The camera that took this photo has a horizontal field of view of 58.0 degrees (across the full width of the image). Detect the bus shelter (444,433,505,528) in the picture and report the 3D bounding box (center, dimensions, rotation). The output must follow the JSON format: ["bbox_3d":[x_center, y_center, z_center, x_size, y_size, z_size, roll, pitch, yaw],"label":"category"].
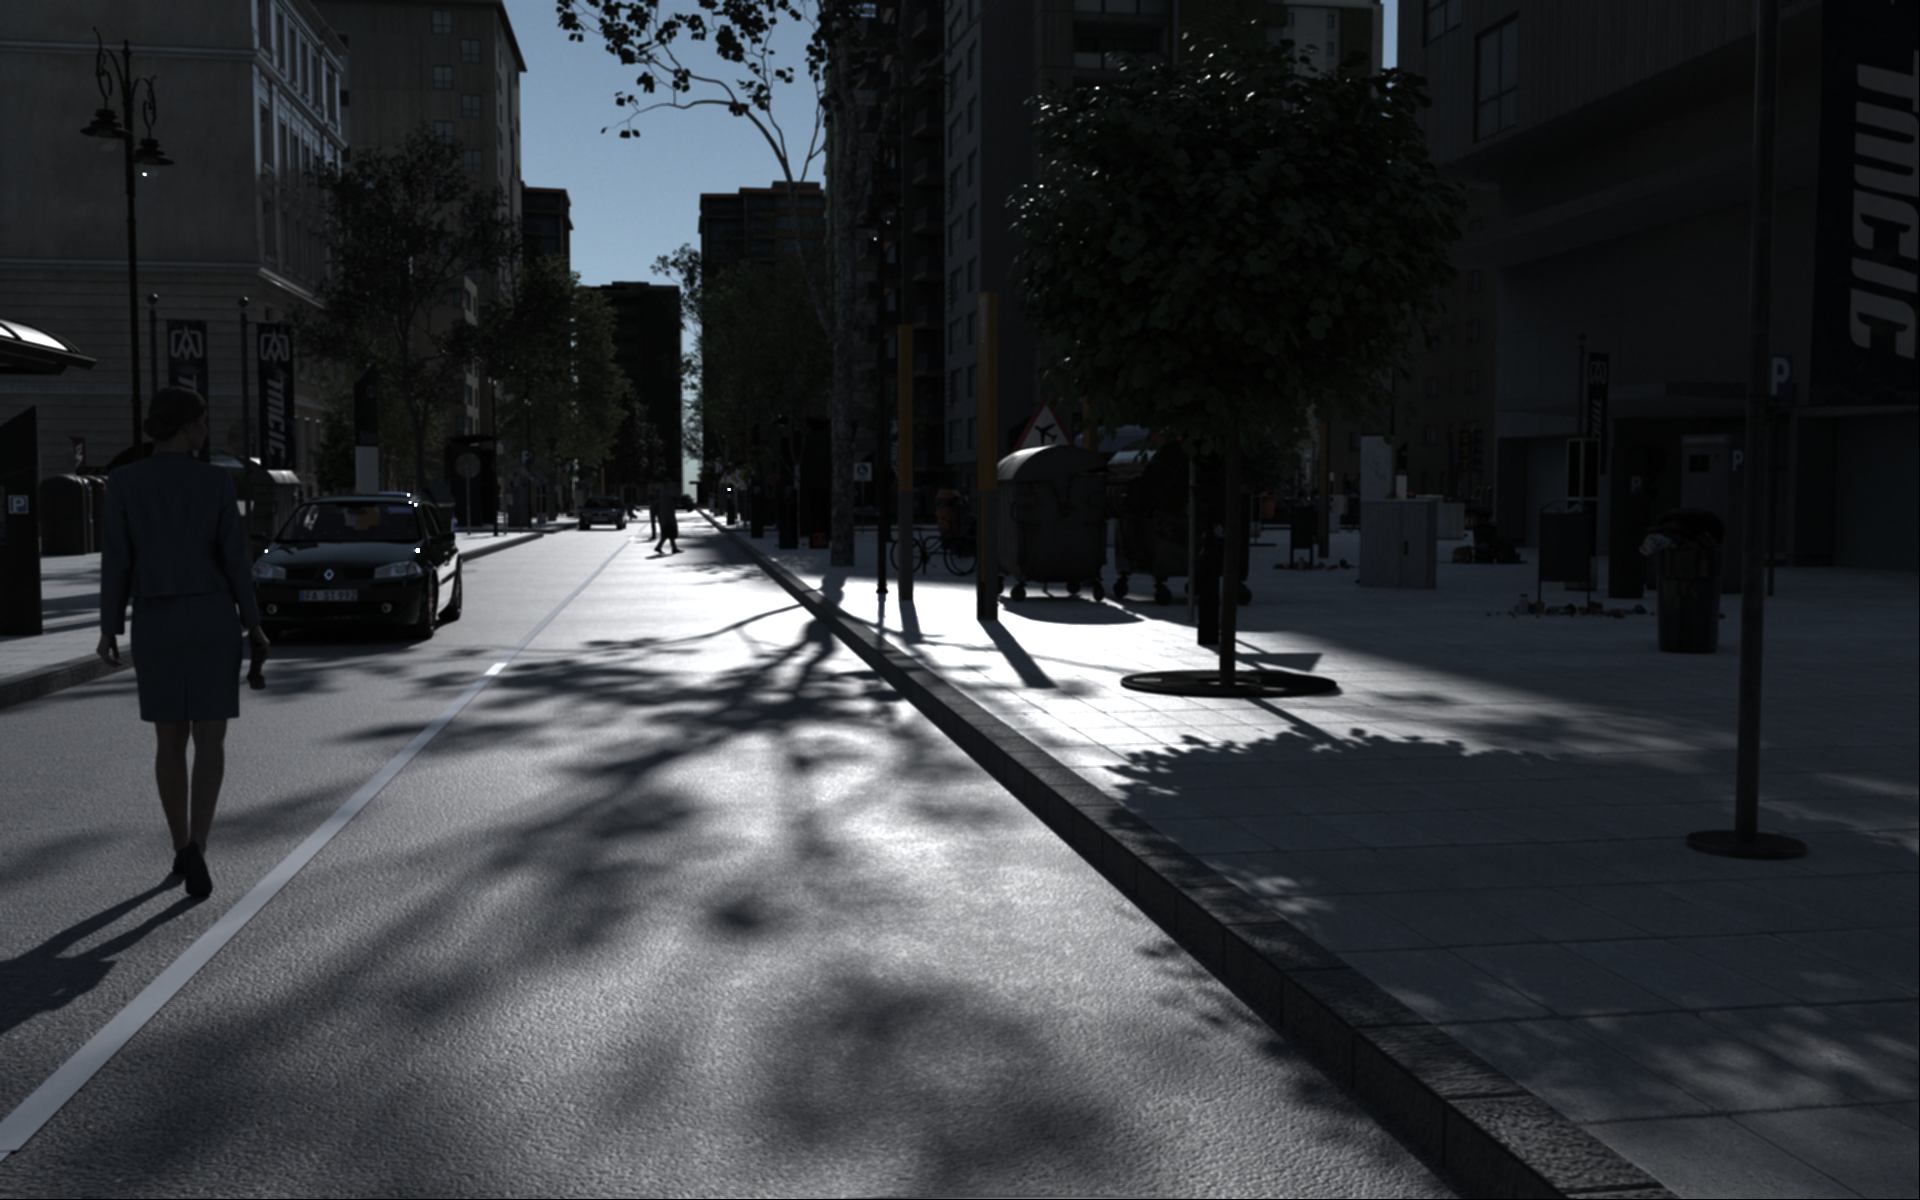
[{"bbox_3d":[-19.366,-4.775,69.351,1.731,3.624,6.357,-1,4,-9],"label":"bus shelter"}]

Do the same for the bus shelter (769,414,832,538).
[{"bbox_3d":[-4.885,-3.815,53.656,1.731,3.624,6.357,-1,4,-9],"label":"bus shelter"}]

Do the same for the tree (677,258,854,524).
[{"bbox_3d":[-8.464,-9.169,75.668,9.928,11.665,9.643,0,3,0],"label":"tree"}]

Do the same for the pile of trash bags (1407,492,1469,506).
[{"bbox_3d":[22.753,-4.448,82.471,3.447,1.369,1.912,2,4,30],"label":"pile of trash bags"}]

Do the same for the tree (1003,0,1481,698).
[{"bbox_3d":[1.755,-1.694,11.410,4.285,4.588,4.351,0,3,0],"label":"tree"}]

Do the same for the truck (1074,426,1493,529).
[{"bbox_3d":[12.816,-4.635,65.549,18.799,4.110,2.967,-1,4,-11],"label":"truck"}]

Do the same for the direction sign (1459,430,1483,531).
[{"bbox_3d":[17.953,-4.216,60.935,0.876,3.537,0.379,-1,4,-12],"label":"direction sign"}]

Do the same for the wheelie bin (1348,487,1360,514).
[{"bbox_3d":[17.183,-4.107,75.052,0.693,1.594,0.980,1,4,16],"label":"wheelie bin"}]

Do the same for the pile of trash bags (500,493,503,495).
[{"bbox_3d":[-33.060,-7.204,127.538,1.912,1.369,3.447,-3,5,-40],"label":"pile of trash bags"}]

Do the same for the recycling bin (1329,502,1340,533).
[{"bbox_3d":[12.227,-2.747,57.471,0.722,1.027,0.722,1,4,16],"label":"recycling bin"}]

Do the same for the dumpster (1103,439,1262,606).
[{"bbox_3d":[2.607,-1.110,20.637,1.502,2.255,1.985,-1,4,-9],"label":"dumpster"}]

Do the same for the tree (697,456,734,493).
[{"bbox_3d":[-20.751,-10.114,149.076,4.285,4.588,4.351,0,3,0],"label":"tree"}]

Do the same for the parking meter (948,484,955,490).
[{"bbox_3d":[-0.536,-5.903,102.218,0.255,1.863,0.399,-3,5,-44],"label":"parking meter"}]

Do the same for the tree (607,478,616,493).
[{"bbox_3d":[-36.065,-11.369,180.485,1.663,3.219,1.824,0,3,0],"label":"tree"}]

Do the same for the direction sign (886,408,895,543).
[{"bbox_3d":[-1.876,-3.297,45.911,0.379,3.537,0.876,0,4,1],"label":"direction sign"}]

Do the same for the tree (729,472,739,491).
[{"bbox_3d":[-17.740,-8.428,132.394,1.663,3.219,1.824,0,3,0],"label":"tree"}]

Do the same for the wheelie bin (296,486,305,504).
[{"bbox_3d":[-25.046,-3.500,65.136,0.980,1.594,0.693,3,5,43],"label":"wheelie bin"}]

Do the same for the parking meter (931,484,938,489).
[{"bbox_3d":[-1.438,-5.608,97.401,0.255,1.863,0.399,-2,4,-32],"label":"parking meter"}]

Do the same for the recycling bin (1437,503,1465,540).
[{"bbox_3d":[13.674,-2.209,48.670,0.722,1.027,0.722,-3,4,-37],"label":"recycling bin"}]

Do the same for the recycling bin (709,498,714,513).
[{"bbox_3d":[-16.908,-6.572,120.009,0.722,1.027,0.722,-3,5,-43],"label":"recycling bin"}]

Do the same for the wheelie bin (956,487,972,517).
[{"bbox_3d":[0.083,-4.166,76.026,0.980,1.594,0.693,3,5,40],"label":"wheelie bin"}]

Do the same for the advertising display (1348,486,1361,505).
[{"bbox_3d":[22.554,-5.715,98.660,0.974,1.923,0.123,3,5,42],"label":"advertising display"}]

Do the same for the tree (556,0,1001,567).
[{"bbox_3d":[-1.461,-10.745,31.570,12.611,20.169,13.585,0,3,0],"label":"tree"}]

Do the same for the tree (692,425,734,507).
[{"bbox_3d":[-25.388,-13.797,175.948,4.360,8.622,3.978,0,3,0],"label":"tree"}]

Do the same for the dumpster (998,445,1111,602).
[{"bbox_3d":[1.085,-0.949,21.279,1.264,1.857,1.865,-1,4,-9],"label":"dumpster"}]

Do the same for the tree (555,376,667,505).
[{"bbox_3d":[-32.553,-14.918,160.922,9.611,12.733,9.660,0,3,0],"label":"tree"}]

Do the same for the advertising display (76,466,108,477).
[{"bbox_3d":[-20.189,-2.159,40.508,0.974,1.923,0.123,1,4,12],"label":"advertising display"}]

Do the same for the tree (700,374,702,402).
[{"bbox_3d":[-11.123,-8.360,87.054,4.737,8.622,4.395,0,3,0],"label":"tree"}]

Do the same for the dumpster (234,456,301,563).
[{"bbox_3d":[-11.201,-1.314,27.242,1.264,1.857,1.865,-1,4,-9],"label":"dumpster"}]

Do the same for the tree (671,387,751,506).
[{"bbox_3d":[-27.529,-17.250,192.402,12.009,13.543,11.850,0,3,0],"label":"tree"}]

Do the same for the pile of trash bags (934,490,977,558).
[{"bbox_3d":[0.602,-1.619,36.227,1.912,1.369,3.447,2,4,35],"label":"pile of trash bags"}]

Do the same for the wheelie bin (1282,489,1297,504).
[{"bbox_3d":[20.499,-6.099,107.626,0.980,1.594,0.693,2,4,27],"label":"wheelie bin"}]

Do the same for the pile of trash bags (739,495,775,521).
[{"bbox_3d":[-9.767,-4.542,84.014,1.912,1.369,3.447,-1,4,-8],"label":"pile of trash bags"}]

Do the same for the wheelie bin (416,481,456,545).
[{"bbox_3d":[-12.277,-1.990,40.451,0.693,1.594,0.980,2,4,28],"label":"wheelie bin"}]

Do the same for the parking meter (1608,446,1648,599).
[{"bbox_3d":[8.223,-0.954,21.313,0.399,1.863,0.255,-2,4,-23],"label":"parking meter"}]

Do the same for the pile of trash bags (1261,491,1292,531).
[{"bbox_3d":[9.315,-2.998,58.768,3.447,1.369,1.912,-2,4,-30],"label":"pile of trash bags"}]

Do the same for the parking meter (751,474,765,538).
[{"bbox_3d":[-5.878,-2.730,50.352,0.399,1.863,0.255,0,4,-4],"label":"parking meter"}]

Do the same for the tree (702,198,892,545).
[{"bbox_3d":[-4.202,-5.707,43.667,4.737,8.622,4.395,0,3,0],"label":"tree"}]

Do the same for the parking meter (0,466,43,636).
[{"bbox_3d":[-8.589,-0.450,15.772,0.372,1.533,0.369,0,3,0],"label":"parking meter"}]

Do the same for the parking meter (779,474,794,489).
[{"bbox_3d":[-4.879,-2.671,49.374,0.399,1.863,0.255,-1,4,-13],"label":"parking meter"}]

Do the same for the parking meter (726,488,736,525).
[{"bbox_3d":[-9.587,-3.921,72.515,0.372,1.533,0.369,0,3,0],"label":"parking meter"}]

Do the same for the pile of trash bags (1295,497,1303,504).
[{"bbox_3d":[13.982,-4.160,77.765,1.912,1.369,3.447,-3,4,-38],"label":"pile of trash bags"}]

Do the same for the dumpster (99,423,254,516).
[{"bbox_3d":[-10.516,-1.272,23.298,1.502,2.255,1.985,-1,4,-9],"label":"dumpster"}]

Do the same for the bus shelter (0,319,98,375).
[{"bbox_3d":[-10.777,-1.456,17.727,2.014,3.302,5.546,-1,4,-9],"label":"bus shelter"}]

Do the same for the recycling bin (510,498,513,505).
[{"bbox_3d":[-29.345,-6.247,114.699,0.722,1.027,0.722,0,4,-1],"label":"recycling bin"}]

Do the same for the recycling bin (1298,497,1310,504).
[{"bbox_3d":[25.399,-7.058,127.948,0.722,1.027,0.722,2,4,24],"label":"recycling bin"}]

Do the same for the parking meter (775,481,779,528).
[{"bbox_3d":[-6.797,-3.666,65.651,0.399,1.863,0.255,-1,4,-19],"label":"parking meter"}]

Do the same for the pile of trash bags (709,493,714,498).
[{"bbox_3d":[-18.818,-7.703,135.701,1.912,1.369,3.447,1,4,15],"label":"pile of trash bags"}]

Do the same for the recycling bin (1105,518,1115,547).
[{"bbox_3d":[3.845,-1.804,42.048,0.722,1.027,0.722,-2,4,-35],"label":"recycling bin"}]
